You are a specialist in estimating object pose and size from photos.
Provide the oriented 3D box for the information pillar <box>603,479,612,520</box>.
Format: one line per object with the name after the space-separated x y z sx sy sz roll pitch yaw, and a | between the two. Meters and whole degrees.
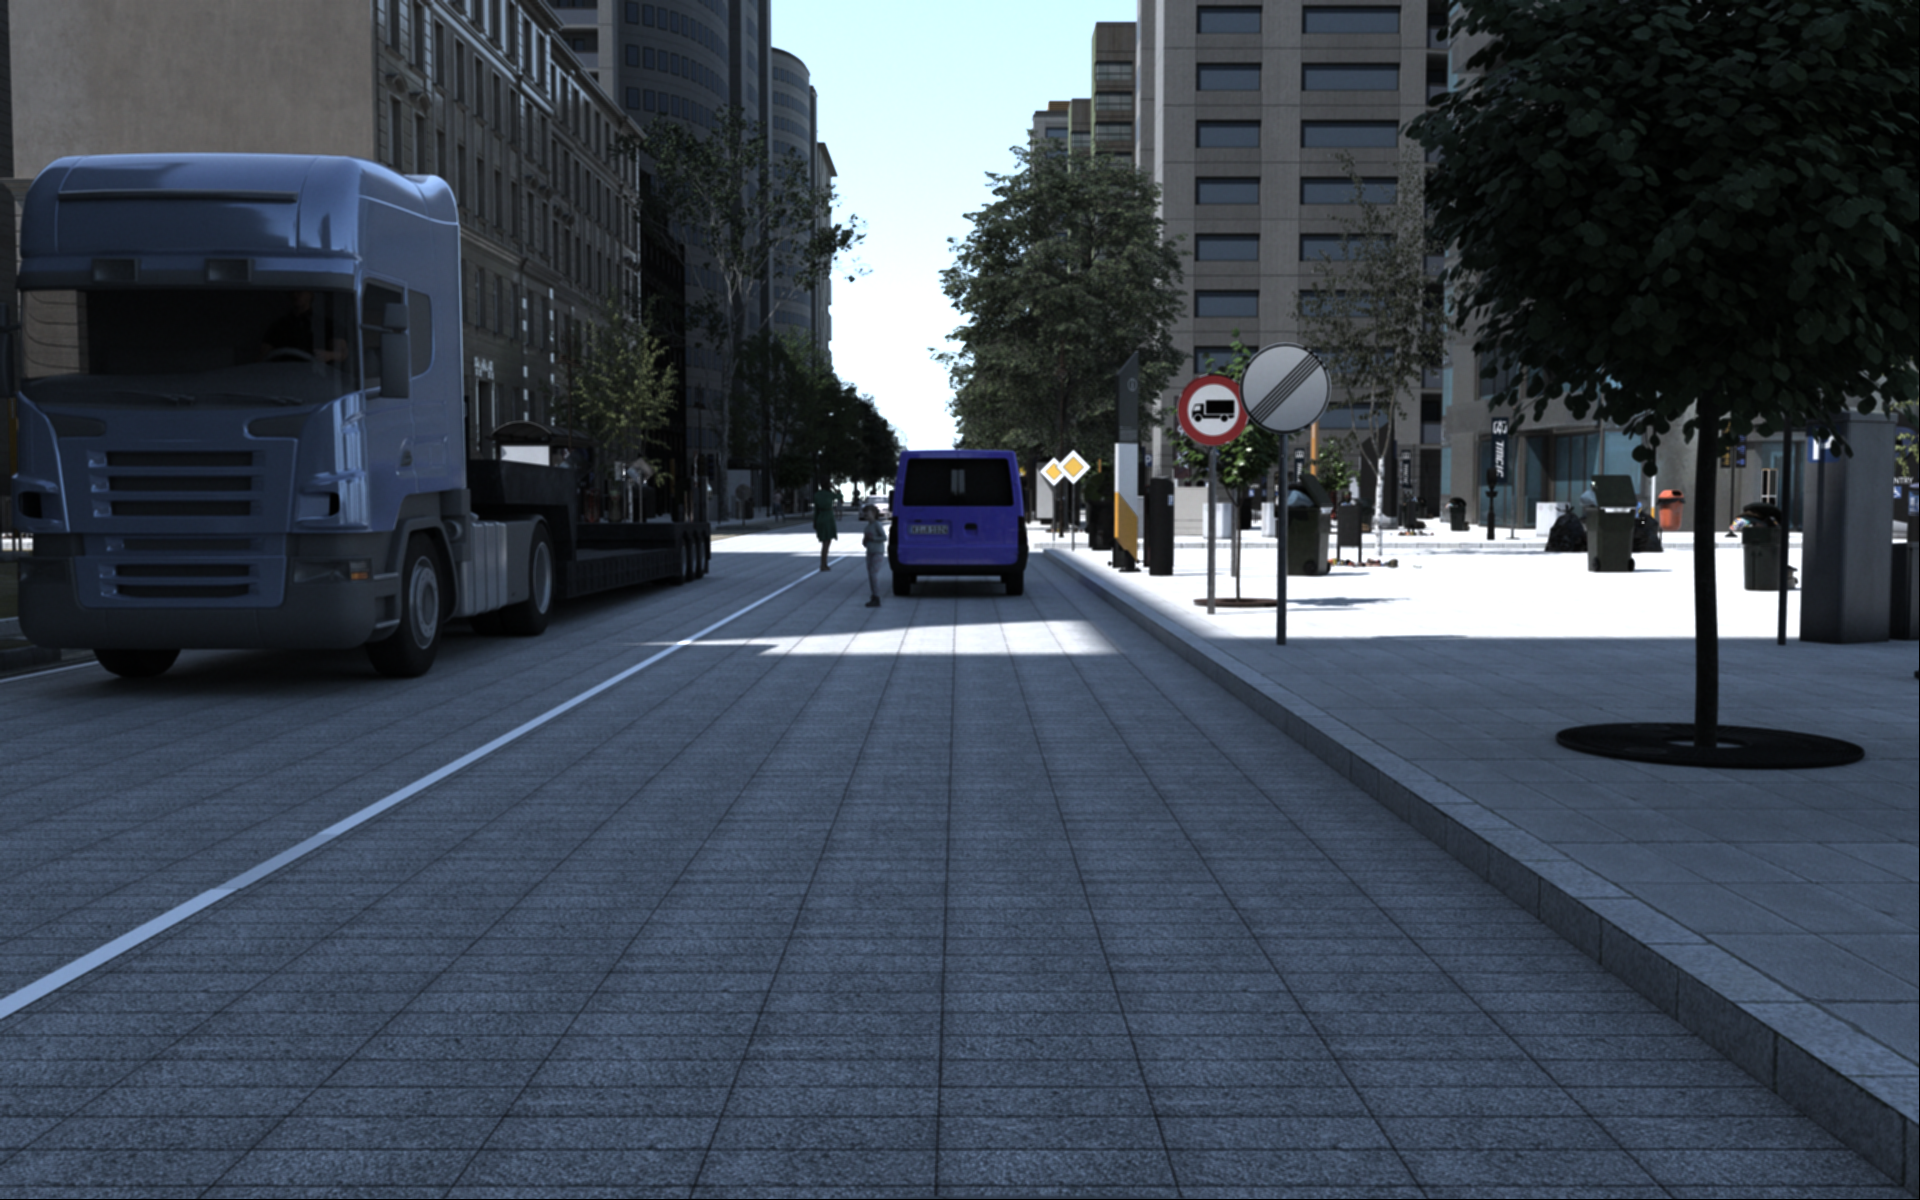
-17.187 -4.894 84.509 0.304 2.012 0.304 1 4 16 | information pillar

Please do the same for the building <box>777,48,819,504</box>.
-30.196 -41.876 226.674 21.231 58.520 28.212 0 3 0 | building

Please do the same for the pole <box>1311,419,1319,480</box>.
9.595 -3.244 46.875 0.158 3.312 0.155 0 3 0 | pole

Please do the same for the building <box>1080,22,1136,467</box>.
18.480 -28.777 154.100 14.154 41.232 14.086 0 3 0 | building

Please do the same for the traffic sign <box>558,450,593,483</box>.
-8.650 -2.160 38.954 0.795 2.450 0.064 0 3 0 | traffic sign

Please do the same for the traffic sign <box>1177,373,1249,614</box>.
2.682 -1.120 18.411 0.768 2.556 0.104 0 4 3 | traffic sign

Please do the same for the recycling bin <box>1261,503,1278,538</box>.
9.380 -2.374 51.368 0.722 1.027 0.722 0 4 -7 | recycling bin

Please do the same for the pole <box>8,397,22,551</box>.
-19.153 -2.524 35.105 0.158 3.312 0.155 0 3 0 | pole

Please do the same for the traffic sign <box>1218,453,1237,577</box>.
4.242 -1.631 26.770 0.768 2.556 0.104 1 4 9 | traffic sign

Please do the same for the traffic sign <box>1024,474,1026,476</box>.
4.168 -6.378 104.386 0.768 2.556 0.104 0 4 4 | traffic sign

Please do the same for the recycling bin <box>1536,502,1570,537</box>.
17.899 -2.430 52.288 0.722 1.027 0.722 -3 4 -37 | recycling bin

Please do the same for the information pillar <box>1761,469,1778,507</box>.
23.674 -2.825 50.686 0.304 2.012 0.304 -1 4 -13 | information pillar

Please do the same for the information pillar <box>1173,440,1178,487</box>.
6.997 -3.971 56.287 0.183 3.616 0.504 0 4 -2 | information pillar

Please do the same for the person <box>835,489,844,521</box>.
-6.500 -5.126 93.321 0.522 1.701 0.512 1 4 11 | person

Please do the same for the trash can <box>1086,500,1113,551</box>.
3.241 -1.705 39.526 0.748 1.137 0.748 0 3 0 | trash can

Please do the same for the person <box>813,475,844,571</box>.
-2.532 -1.450 32.449 0.600 1.795 0.529 2 4 23 | person

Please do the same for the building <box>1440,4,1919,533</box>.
34.216 -27.311 66.146 30.456 49.044 23.786 0 3 0 | building

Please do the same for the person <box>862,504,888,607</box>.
-1.112 -0.570 22.105 0.425 1.301 0.394 2 4 32 | person

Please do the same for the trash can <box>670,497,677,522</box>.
-12.686 -4.056 77.965 0.748 1.137 0.748 0 3 0 | trash can

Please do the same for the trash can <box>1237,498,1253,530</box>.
10.167 -3.093 62.224 0.748 1.137 0.748 0 3 0 | trash can

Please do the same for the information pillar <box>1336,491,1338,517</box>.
19.852 -5.356 92.067 0.304 2.012 0.304 -2 4 -32 | information pillar

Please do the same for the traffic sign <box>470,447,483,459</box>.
-13.127 -2.825 46.294 0.768 2.556 0.104 0 4 3 | traffic sign

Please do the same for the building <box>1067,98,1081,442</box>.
18.235 -30.504 182.334 14.154 41.232 14.086 0 3 0 | building

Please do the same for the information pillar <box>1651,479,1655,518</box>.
19.628 -3.526 48.997 0.183 3.616 0.504 1 4 23 | information pillar

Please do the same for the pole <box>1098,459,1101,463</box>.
7.919 -6.382 98.184 0.158 3.312 0.155 0 3 0 | pole

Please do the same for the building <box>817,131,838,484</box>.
-32.990 -40.698 254.651 28.713 52.752 27.495 0 3 0 | building

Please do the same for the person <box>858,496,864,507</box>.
-6.341 -5.990 110.708 0.425 1.301 0.394 -1 4 -10 | person

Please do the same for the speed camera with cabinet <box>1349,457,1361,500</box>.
21.487 -5.984 92.166 0.660 3.252 2.038 3 5 43 | speed camera with cabinet

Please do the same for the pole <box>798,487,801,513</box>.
-11.158 -7.740 120.384 0.158 3.312 0.155 0 3 0 | pole

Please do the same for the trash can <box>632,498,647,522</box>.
-12.514 -3.413 67.449 0.748 1.137 0.748 0 3 0 | trash can

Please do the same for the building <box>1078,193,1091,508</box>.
18.367 -24.269 168.498 14.160 30.474 14.107 0 3 0 | building

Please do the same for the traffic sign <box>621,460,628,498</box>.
-12.428 -3.918 64.162 0.768 2.556 0.104 0 4 7 | traffic sign

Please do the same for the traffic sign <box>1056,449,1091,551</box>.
2.544 -2.159 38.935 0.795 2.450 0.064 0 3 0 | traffic sign

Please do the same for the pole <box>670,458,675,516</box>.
-16.828 -6.559 101.078 0.158 3.312 0.155 0 3 0 | pole

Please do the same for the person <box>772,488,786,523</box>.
-9.008 -4.721 86.272 0.643 1.750 0.593 2 4 34 | person

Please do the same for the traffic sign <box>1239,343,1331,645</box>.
2.739 -0.892 14.688 0.768 2.556 0.104 0 4 2 | traffic sign

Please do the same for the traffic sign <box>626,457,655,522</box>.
-8.651 -2.648 46.939 0.795 2.450 0.064 0 3 0 | traffic sign

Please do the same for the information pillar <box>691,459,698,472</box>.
-17.803 -7.650 116.435 0.504 3.616 0.183 1 4 21 | information pillar

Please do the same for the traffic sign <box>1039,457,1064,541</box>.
2.544 -2.647 46.920 0.795 2.450 0.064 0 3 0 | traffic sign

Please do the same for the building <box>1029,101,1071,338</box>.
21.132 -44.289 266.115 21.231 58.520 28.212 0 3 0 | building

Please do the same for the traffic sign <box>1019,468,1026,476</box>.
3.553 -7.719 120.085 2.265 3.308 0.079 1 4 8 | traffic sign

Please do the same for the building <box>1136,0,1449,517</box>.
21.345 -34.494 105.980 21.231 58.520 28.212 0 3 0 | building

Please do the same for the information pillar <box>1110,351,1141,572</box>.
2.734 -2.262 28.346 0.504 3.616 0.183 -3 5 -42 | information pillar

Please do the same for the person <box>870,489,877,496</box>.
-6.803 -7.902 137.712 1.348 1.821 0.705 -2 4 -33 | person

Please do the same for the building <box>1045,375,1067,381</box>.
25.601 -24.024 237.836 27.650 21.520 28.899 0 3 0 | building

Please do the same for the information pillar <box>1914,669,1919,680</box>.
6.749 -1.258 11.919 0.183 3.616 0.504 1 4 19 | information pillar

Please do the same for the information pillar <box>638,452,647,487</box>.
-17.651 -6.417 96.278 0.504 3.616 0.183 0 4 -2 | information pillar

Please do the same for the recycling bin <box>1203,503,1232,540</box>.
7.404 -2.249 49.320 0.722 1.027 0.722 3 5 45 | recycling bin

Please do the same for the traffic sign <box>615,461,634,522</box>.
-10.312 -3.129 53.284 0.606 2.300 0.079 0 4 2 | traffic sign

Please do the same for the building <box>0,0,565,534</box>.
-24.019 -16.459 66.373 12.463 27.353 25.104 0 3 0 | building

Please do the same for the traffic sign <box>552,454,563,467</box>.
-12.914 -3.389 55.509 0.768 2.556 0.104 1 4 10 | traffic sign

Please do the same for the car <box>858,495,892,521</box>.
-4.501 -5.072 95.286 2.083 1.381 4.827 0 4 2 | car

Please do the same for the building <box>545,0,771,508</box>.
-29.723 -38.038 163.927 21.231 58.520 28.212 0 3 0 | building
